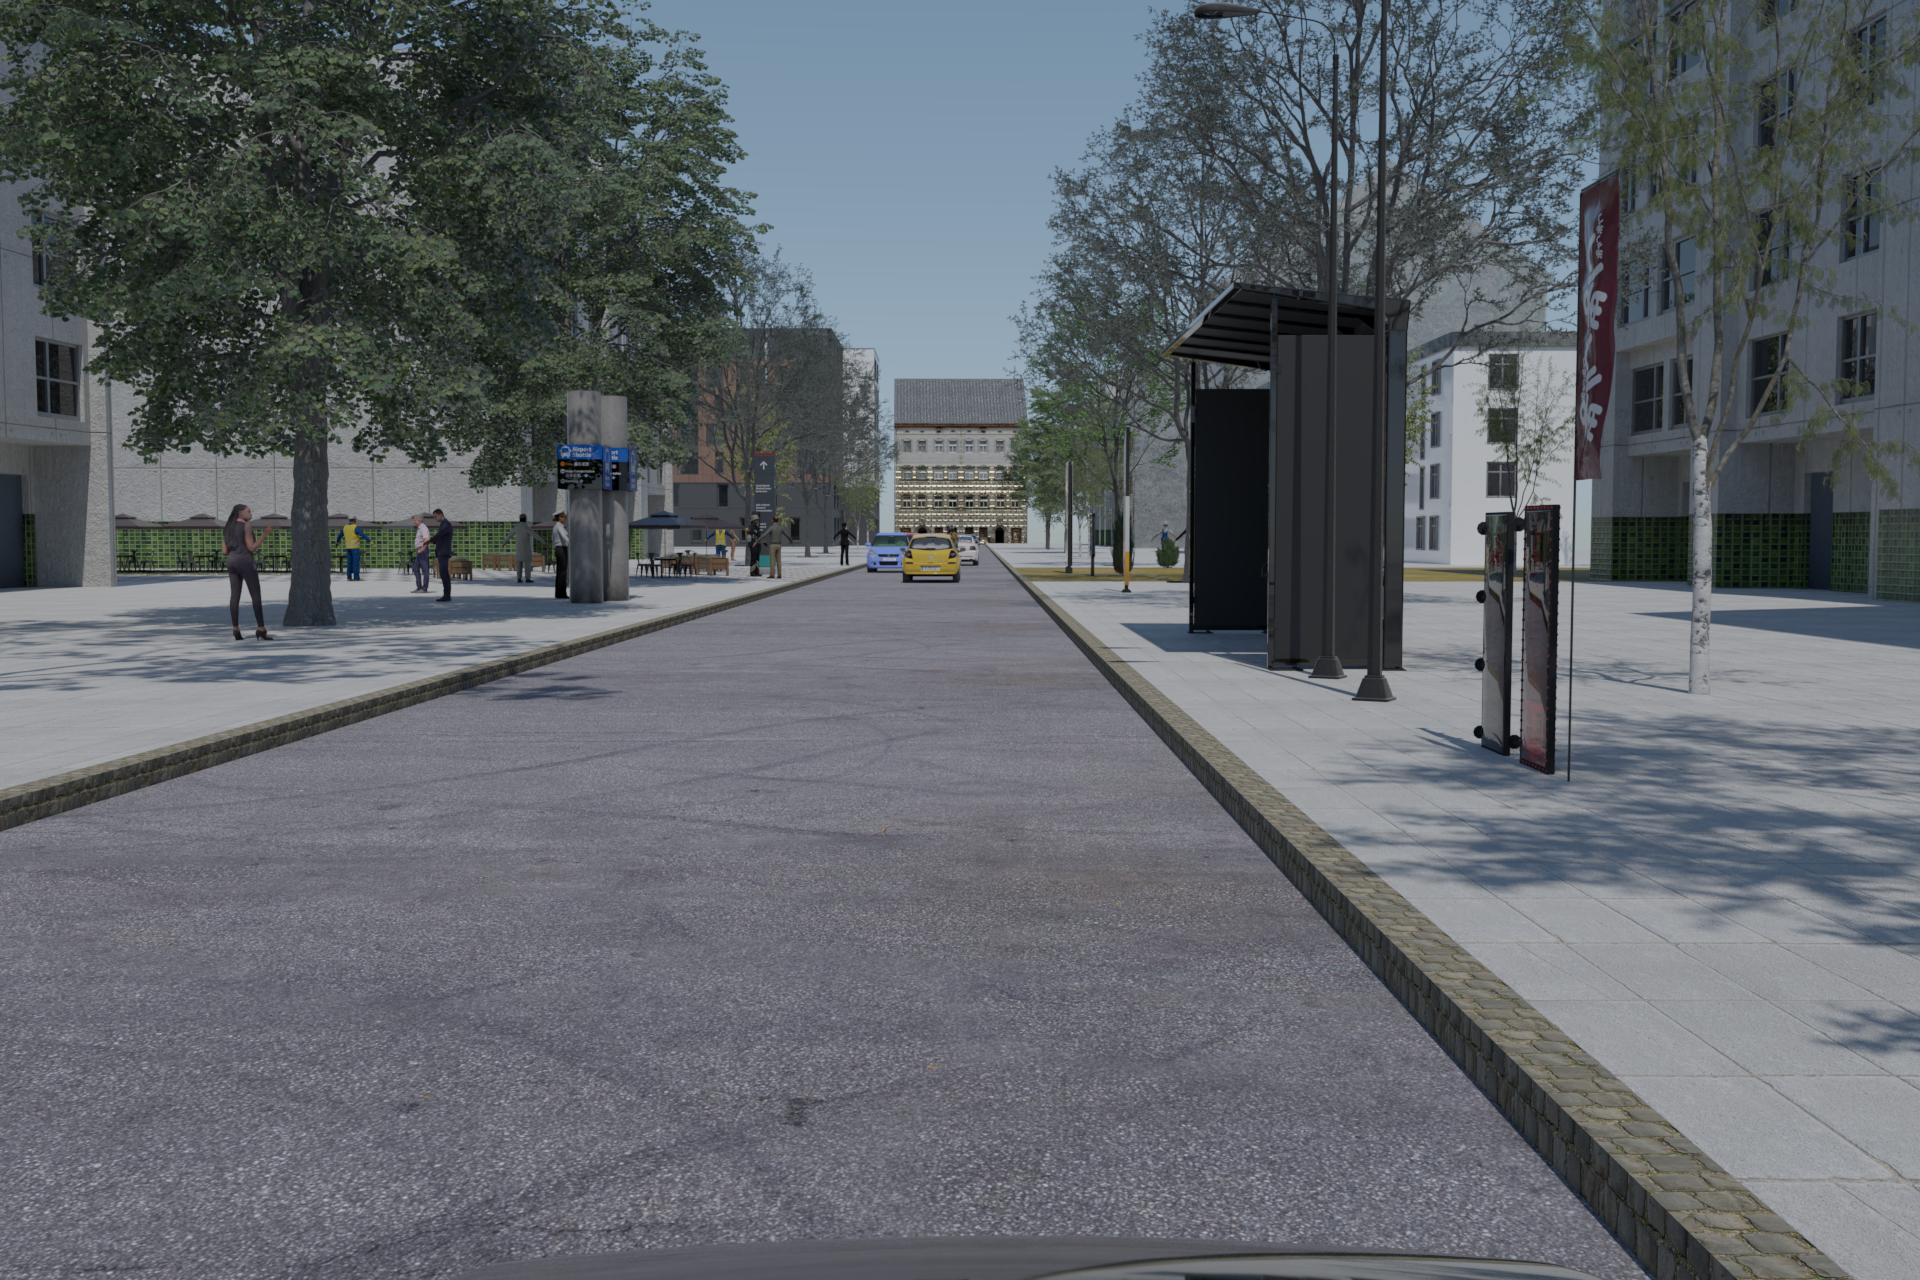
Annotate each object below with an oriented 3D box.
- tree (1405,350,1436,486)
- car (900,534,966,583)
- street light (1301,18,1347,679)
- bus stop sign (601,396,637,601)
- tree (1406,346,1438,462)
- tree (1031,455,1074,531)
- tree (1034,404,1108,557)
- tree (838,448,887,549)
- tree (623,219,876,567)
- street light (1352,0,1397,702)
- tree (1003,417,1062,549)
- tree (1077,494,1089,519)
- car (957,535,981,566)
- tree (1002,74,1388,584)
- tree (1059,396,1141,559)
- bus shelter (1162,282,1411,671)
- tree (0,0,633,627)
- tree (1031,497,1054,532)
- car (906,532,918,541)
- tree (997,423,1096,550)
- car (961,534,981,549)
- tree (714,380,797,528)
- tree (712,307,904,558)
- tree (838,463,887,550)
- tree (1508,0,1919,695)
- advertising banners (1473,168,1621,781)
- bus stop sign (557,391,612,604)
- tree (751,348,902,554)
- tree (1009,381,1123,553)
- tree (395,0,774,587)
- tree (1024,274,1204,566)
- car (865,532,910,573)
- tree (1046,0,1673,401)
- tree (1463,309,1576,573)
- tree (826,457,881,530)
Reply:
[{"bbox_3d":[16.254,-7.076,66.063,4.737,8.622,4.395,0,3,0],"label":"tree"},{"bbox_3d":[-0.834,-2.571,52.255,2.015,1.641,3.980,0,4,1],"label":"car"},{"bbox_3d":[3.825,-2.613,15.269,1.470,5.913,1.316,0,4,1],"label":"street light"},{"bbox_3d":[-6.688,-2.706,33.267,0.837,3.901,0.837,0,3,0],"label":"bus stop sign"},{"bbox_3d":[12.794,-6.409,55.142,4.737,8.622,4.395,0,3,0],"label":"tree"},{"bbox_3d":[7.655,-10.521,122.384,4.360,8.622,3.978,0,3,0],"label":"tree"},{"bbox_3d":[6.878,-8.925,96.285,4.360,8.622,3.978,0,3,0],"label":"tree"},{"bbox_3d":[-7.898,-11.895,144.839,4.737,8.622,4.395,0,3,0],"label":"tree"},{"bbox_3d":[-8.541,-9.675,68.560,12.009,13.543,11.850,0,3,0],"label":"tree"},{"bbox_3d":[3.742,-2.486,13.192,1.470,5.913,1.316,0,4,0],"label":"street light"},{"bbox_3d":[7.630,-13.850,152.200,9.928,11.665,9.643,0,3,0],"label":"tree"},{"bbox_3d":[19.067,-18.519,237.196,7.601,10.594,8.767,1,4,10],"label":"tree"},{"bbox_3d":[-0.059,-4.120,79.724,2.083,1.381,4.827,0,4,1],"label":"car"},{"bbox_3d":[6.121,-8.236,45.030,12.009,13.543,11.850,0,3,0],"label":"tree"},{"bbox_3d":[6.499,-8.425,88.108,4.360,8.622,3.978,0,3,0],"label":"tree"},{"bbox_3d":[3.434,-1.712,19.277,1.731,3.624,6.357,0,4,0],"label":"bus shelter"},{"bbox_3d":[-9.201,-7.179,24.037,9.857,13.997,8.962,0,3,0],"label":"tree"},{"bbox_3d":[11.883,-17.631,238.623,4.737,8.622,4.395,0,3,0],"label":"tree"},{"bbox_3d":[-2.546,-4.598,84.215,2.155,1.783,4.494,0,3,0],"label":"car"},{"bbox_3d":[7.130,-12.576,140.035,8.767,10.594,7.601,0,4,1],"label":"tree"},{"bbox_3d":[0.644,-7.520,134.959,2.014,1.417,4.499,0,4,1],"label":"car"},{"bbox_3d":[-9.021,-7.815,78.130,4.737,8.622,4.395,0,3,0],"label":"tree"},{"bbox_3d":[-8.319,-11.244,94.210,12.009,13.543,11.850,0,3,0],"label":"tree"},{"bbox_3d":[-8.247,-11.444,137.479,4.360,8.622,3.978,0,3,0],"label":"tree"},{"bbox_3d":[5.919,-3.884,13.871,4.360,8.622,3.978,0,3,0],"label":"tree"},{"bbox_3d":[3.155,-0.808,9.406,0.090,3.025,2.074,0,4,0],"label":"advertising banners"},{"bbox_3d":[-6.948,-2.636,32.107,0.837,3.901,0.837,0,4,0],"label":"bus stop sign"},{"bbox_3d":[-8.862,-12.345,112.212,12.009,13.543,11.850,0,3,0],"label":"tree"},{"bbox_3d":[7.086,-12.009,114.467,7.486,12.596,7.792,0,3,0],"label":"tree"},{"bbox_3d":[-9.431,-8.271,41.889,9.857,13.997,8.962,0,3,0],"label":"tree"},{"bbox_3d":[6.277,-8.798,69.599,9.928,11.665,9.643,0,3,0],"label":"tree"},{"bbox_3d":[-2.593,-3.414,65.404,1.945,1.707,3.694,0,4,1],"label":"car"},{"bbox_3d":[6.602,-7.281,29.406,12.009,13.543,11.850,0,3,0],"label":"tree"},{"bbox_3d":[18.222,-6.530,57.131,4.360,8.622,3.978,0,3,0],"label":"tree"},{"bbox_3d":[-8.471,-10.690,125.142,4.360,8.622,3.978,0,3,0],"label":"tree"}]
